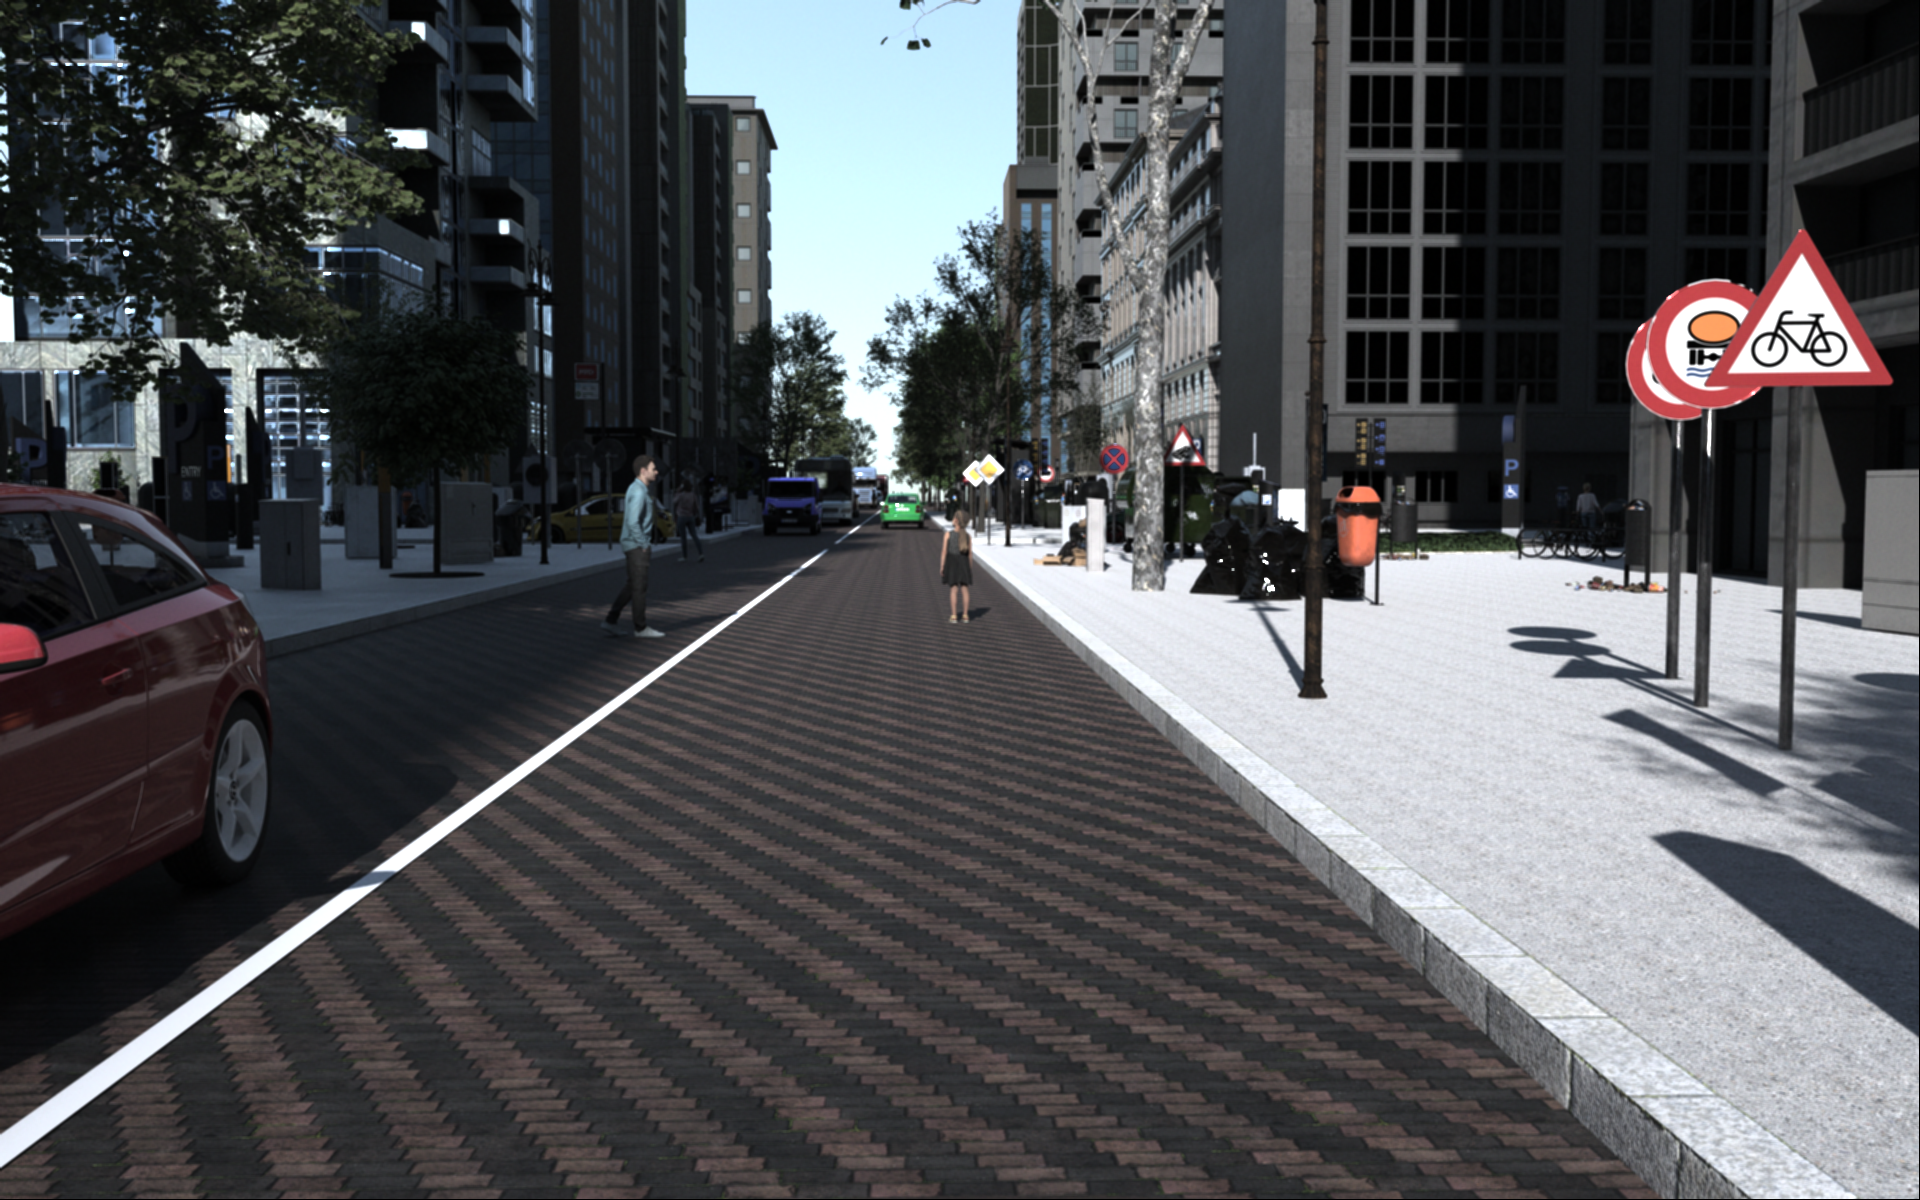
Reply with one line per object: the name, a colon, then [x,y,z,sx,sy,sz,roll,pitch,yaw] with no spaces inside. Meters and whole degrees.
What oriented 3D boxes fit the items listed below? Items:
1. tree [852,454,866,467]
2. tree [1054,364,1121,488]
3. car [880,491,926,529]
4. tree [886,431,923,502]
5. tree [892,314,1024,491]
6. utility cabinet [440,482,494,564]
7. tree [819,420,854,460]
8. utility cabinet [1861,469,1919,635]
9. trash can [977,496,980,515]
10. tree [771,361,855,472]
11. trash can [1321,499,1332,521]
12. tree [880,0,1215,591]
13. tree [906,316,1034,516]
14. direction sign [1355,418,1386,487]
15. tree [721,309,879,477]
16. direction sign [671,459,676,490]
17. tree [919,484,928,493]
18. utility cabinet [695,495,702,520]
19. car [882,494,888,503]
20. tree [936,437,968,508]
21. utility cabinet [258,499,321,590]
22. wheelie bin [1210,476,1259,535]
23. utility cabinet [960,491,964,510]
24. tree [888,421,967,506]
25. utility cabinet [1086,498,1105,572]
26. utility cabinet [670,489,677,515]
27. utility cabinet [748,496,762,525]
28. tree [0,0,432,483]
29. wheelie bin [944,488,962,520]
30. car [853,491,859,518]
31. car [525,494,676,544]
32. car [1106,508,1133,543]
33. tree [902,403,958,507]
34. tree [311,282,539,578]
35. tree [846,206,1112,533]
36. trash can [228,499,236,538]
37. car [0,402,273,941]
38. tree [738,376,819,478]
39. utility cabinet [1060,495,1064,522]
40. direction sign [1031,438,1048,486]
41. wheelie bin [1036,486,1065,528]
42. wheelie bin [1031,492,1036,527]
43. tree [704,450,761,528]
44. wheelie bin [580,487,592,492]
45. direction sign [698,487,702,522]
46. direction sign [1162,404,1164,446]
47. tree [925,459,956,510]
tree: [-16.840,-20.415,284.141,4.737,8.622,4.395,0,3,0]
tree: [7.148,-9.103,99.193,4.360,8.622,3.978,0,3,0]
car: [-2.377,-3.868,72.038,1.959,1.807,4.718,0,4,-1]
tree: [-5.211,-20.055,238.272,12.009,13.543,11.850,0,3,0]
tree: [-0.195,-12.885,117.319,9.857,13.997,8.962,0,3,0]
utility cabinet: [-9.103,-1.417,31.840,0.318,1.500,1.173,2,4,29]
tree: [-11.657,-12.465,154.167,4.360,8.622,3.978,0,3,0]
utility cabinet: [8.741,-0.433,15.762,0.318,1.500,1.173,0,4,-7]
trash can: [0.915,-5.563,102.605,0.748,1.137,0.748,0,3,0]
tree: [-12.546,-13.902,145.423,7.486,12.596,7.792,0,3,0]
trash can: [11.480,-2.656,55.081,0.748,1.137,0.748,0,3,0]
tree: [3.564,-10.253,23.527,12.611,20.169,13.585,0,3,0]
tree: [0.459,-10.649,99.864,9.928,11.665,9.643,0,3,0]
direction sign: [12.253,-3.654,51.748,0.876,3.537,0.379,0,4,5]
tree: [-9.719,-10.459,96.758,9.928,11.665,9.643,0,3,0]
direction sign: [-18.818,-7.392,112.851,0.379,3.537,0.876,3,5,43]
tree: [-5.905,-17.659,283.318,1.663,3.219,1.824,0,3,0]
utility cabinet: [-12.907,-4.550,85.548,0.306,1.237,1.020,-1,4,-16]
car: [-5.537,-8.272,145.036,2.009,1.686,4.222,0,4,-2]
tree: [-1.153,-12.615,156.623,4.360,8.622,3.978,0,3,0]
utility cabinet: [-9.071,-0.750,23.431,1.020,1.237,0.306,3,4,36]
wheelie bin: [4.824,-1.378,30.435,0.980,1.594,0.693,2,4,25]
utility cabinet: [0.000,-6.256,110.957,0.318,1.500,1.173,1,4,15]
tree: [-3.290,-16.937,193.924,9.611,12.733,9.660,0,3,0]
utility cabinet: [2.272,-1.096,29.075,0.306,1.237,1.020,0,4,3]
utility cabinet: [-17.377,-5.815,103.753,1.173,1.500,0.318,3,4,37]
utility cabinet: [-8.608,-3.764,72.698,0.306,1.237,1.020,-2,4,-27]
tree: [-8.099,-5.816,13.213,7.486,12.596,7.792,0,3,0]
wheelie bin: [-0.340,-4.740,85.406,0.693,1.594,0.980,-2,4,-34]
car: [-7.312,-6.008,106.905,2.281,1.827,5.304,0,4,-1]
car: [-9.719,-2.244,46.910,3.980,1.641,2.015,0,4,-3]
car: [5.313,-2.267,46.855,4.222,1.686,2.009,0,3,0]
tree: [-2.513,-15.896,178.027,7.486,12.596,7.792,0,3,0]
tree: [-8.268,-2.646,26.979,4.285,4.588,4.351,0,3,0]
tree: [0.660,-7.496,56.979,8.767,10.594,7.601,0,4,1]
trash can: [-21.532,-2.395,50.819,0.748,1.137,0.748,0,3,0]
car: [-3.460,0.253,4.903,2.155,1.783,4.494,0,4,-3]
tree: [-11.441,-9.545,106.417,4.360,8.622,3.978,0,3,0]
utility cabinet: [4.981,-4.207,79.954,1.020,1.237,0.306,-1,4,-22]
direction sign: [3.233,-4.800,70.485,0.876,3.537,0.379,-3,4,-38]
wheelie bin: [3.438,-3.479,64.783,0.980,1.594,0.693,0,4,3]
wheelie bin: [3.096,-3.625,67.169,0.693,1.594,0.980,0,4,2]
tree: [-9.069,-4.590,69.646,1.663,3.219,1.824,0,3,0]
wheelie bin: [-16.204,-3.995,73.224,0.980,1.594,0.693,1,4,11]
direction sign: [-12.170,-5.412,80.478,0.876,3.537,0.379,-3,5,-45]
direction sign: [4.759,-3.128,43.146,0.876,3.537,0.379,-3,5,-41]
tree: [-1.225,-9.734,142.871,4.285,4.588,4.351,0,3,0]
